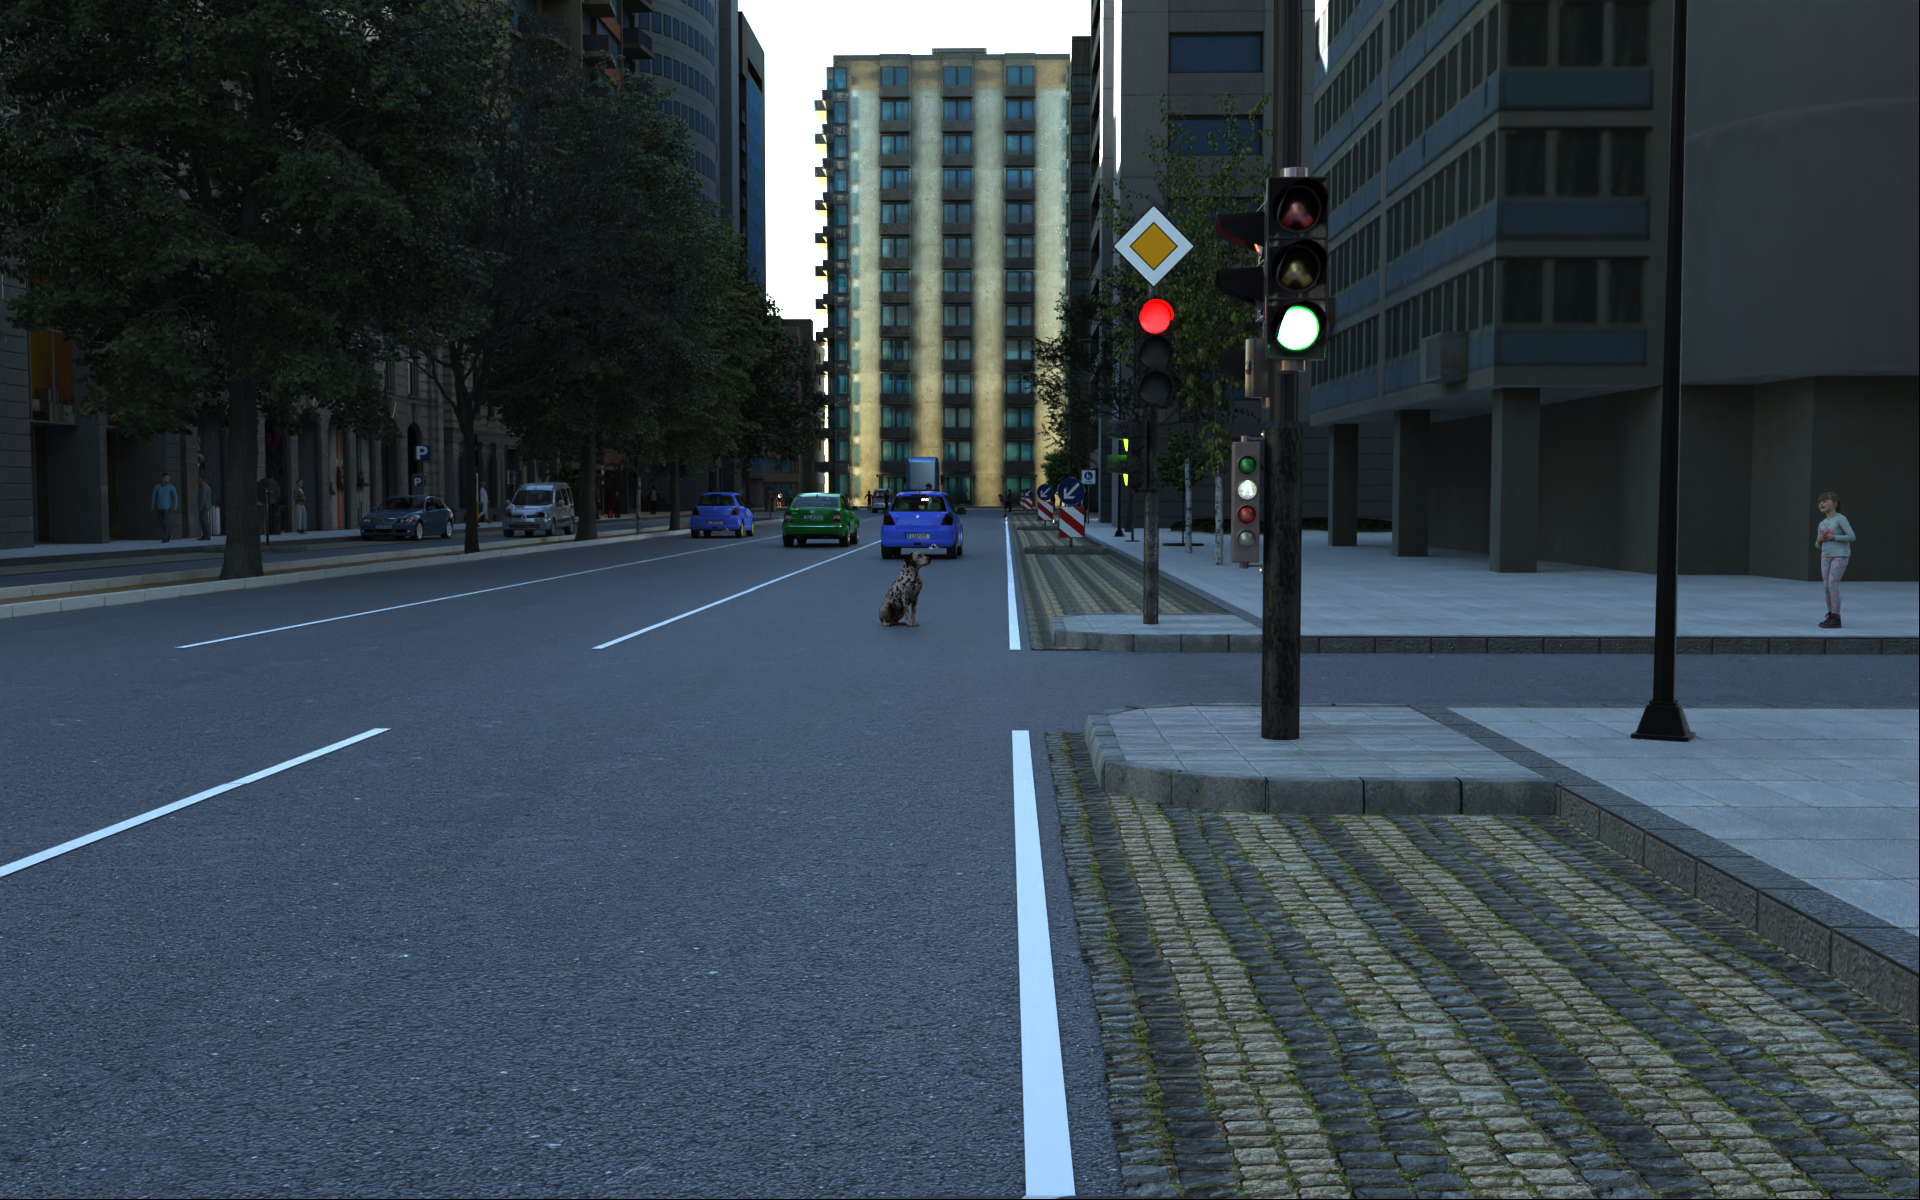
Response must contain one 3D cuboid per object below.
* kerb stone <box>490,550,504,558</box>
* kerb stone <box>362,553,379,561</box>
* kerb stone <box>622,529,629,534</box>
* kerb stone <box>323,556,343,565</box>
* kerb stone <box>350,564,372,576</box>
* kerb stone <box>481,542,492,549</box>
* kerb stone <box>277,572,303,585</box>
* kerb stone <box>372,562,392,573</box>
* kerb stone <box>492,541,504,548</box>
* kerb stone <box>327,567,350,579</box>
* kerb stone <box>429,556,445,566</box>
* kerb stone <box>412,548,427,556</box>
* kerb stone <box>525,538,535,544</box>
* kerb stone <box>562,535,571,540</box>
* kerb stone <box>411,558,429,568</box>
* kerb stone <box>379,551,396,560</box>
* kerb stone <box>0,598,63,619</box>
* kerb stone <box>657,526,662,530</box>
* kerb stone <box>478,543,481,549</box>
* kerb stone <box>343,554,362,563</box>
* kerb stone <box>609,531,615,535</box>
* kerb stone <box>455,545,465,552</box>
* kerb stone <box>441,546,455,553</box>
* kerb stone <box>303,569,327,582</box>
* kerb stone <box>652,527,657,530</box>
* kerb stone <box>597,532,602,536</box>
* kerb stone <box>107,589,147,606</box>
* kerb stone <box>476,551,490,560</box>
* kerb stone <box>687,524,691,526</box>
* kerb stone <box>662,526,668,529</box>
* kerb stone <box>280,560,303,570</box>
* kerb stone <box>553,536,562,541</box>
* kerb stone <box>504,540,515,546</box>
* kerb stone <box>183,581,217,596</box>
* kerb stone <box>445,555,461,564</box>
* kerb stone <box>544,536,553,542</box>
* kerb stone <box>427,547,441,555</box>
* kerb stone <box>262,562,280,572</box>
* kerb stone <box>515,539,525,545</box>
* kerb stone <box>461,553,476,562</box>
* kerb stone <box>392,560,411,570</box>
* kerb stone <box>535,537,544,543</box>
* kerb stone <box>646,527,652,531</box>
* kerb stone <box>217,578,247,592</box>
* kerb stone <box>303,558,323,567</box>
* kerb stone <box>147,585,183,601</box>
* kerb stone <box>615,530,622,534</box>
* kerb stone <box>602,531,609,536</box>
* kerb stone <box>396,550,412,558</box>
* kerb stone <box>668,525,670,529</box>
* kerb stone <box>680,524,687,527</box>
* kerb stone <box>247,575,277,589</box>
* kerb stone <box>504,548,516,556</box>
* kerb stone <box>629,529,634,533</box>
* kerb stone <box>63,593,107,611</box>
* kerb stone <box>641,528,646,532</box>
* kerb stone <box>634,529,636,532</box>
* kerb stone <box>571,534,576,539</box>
[{"bbox_3d":[-10.540,-1.027,38.994,0.120,0.150,1.000,0,4,1],"label":"kerb stone"},{"bbox_3d":[-12.691,-0.904,36.977,0.120,0.150,1.000,0,4,1],"label":"kerb stone"},{"bbox_3d":[-12.043,-2.408,61.601,0.120,0.150,1.000,0,4,1],"label":"kerb stone"},{"bbox_3d":[-12.747,-0.779,34.933,0.120,0.150,1.000,0,4,1],"label":"kerb stone"},{"bbox_3d":[-10.754,-0.523,30.815,0.120,0.150,1.000,0,4,1],"label":"kerb stone"},{"bbox_3d":[-12.474,-1.402,45.188,0.120,0.150,1.000,0,4,1],"label":"kerb stone"},{"bbox_3d":[-10.824,-0.335,27.730,0.120,0.150,1.000,0,4,1],"label":"kerb stone"},{"bbox_3d":[-10.724,-0.590,31.837,0.120,0.150,1.000,0,4,1],"label":"kerb stone"},{"bbox_3d":[-12.449,-1.470,46.231,0.120,0.150,1.000,0,4,1],"label":"kerb stone"},{"bbox_3d":[-10.780,-0.464,29.790,0.120,0.150,1.000,0,4,1],"label":"kerb stone"},{"bbox_3d":[-10.646,-0.777,34.902,0.120,0.150,1.000,0,4,1],"label":"kerb stone"},{"bbox_3d":[-12.608,-1.091,40.056,0.120,0.150,1.000,0,4,1],"label":"kerb stone"},{"bbox_3d":[-12.366,-1.658,49.302,0.120,0.150,1.000,0,4,1],"label":"kerb stone"},{"bbox_3d":[-12.259,-1.908,53.397,0.120,0.150,1.000,0,4,1],"label":"kerb stone"},{"bbox_3d":[-10.673,-0.715,33.880,0.120,0.150,1.000,0,4,1],"label":"kerb stone"},{"bbox_3d":[-12.664,-0.967,38.009,0.120,0.150,1.000,0,4,1],"label":"kerb stone"},{"bbox_3d":[-11.015,0.100,20.563,0.120,0.150,1.000,0,4,1],"label":"kerb stone"},{"bbox_3d":[-11.895,-2.786,67.742,0.120,0.150,1.000,0,4,1],"label":"kerb stone"},{"bbox_3d":[-12.500,-1.340,44.162,0.120,0.150,1.000,0,4,1],"label":"kerb stone"},{"bbox_3d":[-12.716,-0.842,35.955,0.120,0.150,1.000,0,4,1],"label":"kerb stone"},{"bbox_3d":[-12.106,-2.284,59.545,0.120,0.150,1.000,0,4,1],"label":"kerb stone"},{"bbox_3d":[-12.526,-1.276,43.140,0.120,0.150,1.000,0,4,1],"label":"kerb stone"},{"bbox_3d":[-12.557,-1.215,42.115,0.120,0.150,1.000,0,4,1],"label":"kerb stone"},{"bbox_3d":[-10.804,-0.402,28.763,0.120,0.150,1.000,0,4,1],"label":"kerb stone"},{"bbox_3d":[-11.917,-2.723,66.719,0.120,0.150,1.000,0,4,1],"label":"kerb stone"},{"bbox_3d":[-12.156,-2.159,57.500,0.120,0.150,1.000,0,4,1],"label":"kerb stone"},{"bbox_3d":[-10.954,-0.025,22.606,0.120,0.150,1.000,0,4,1],"label":"kerb stone"},{"bbox_3d":[-10.564,-0.965,37.972,0.120,0.150,1.000,0,4,1],"label":"kerb stone"},{"bbox_3d":[-11.730,-3.163,73.909,0.120,0.150,1.000,0,4,1],"label":"kerb stone"},{"bbox_3d":[-11.870,-2.847,68.764,0.120,0.150,1.000,0,4,1],"label":"kerb stone"},{"bbox_3d":[-12.796,-0.654,32.889,0.120,0.150,1.000,0,4,1],"label":"kerb stone"},{"bbox_3d":[-12.299,-1.846,52.370,0.120,0.150,1.000,0,4,1],"label":"kerb stone"},{"bbox_3d":[-12.419,-1.533,47.258,0.120,0.150,1.000,0,4,1],"label":"kerb stone"},{"bbox_3d":[-10.911,-0.150,24.664,0.120,0.150,1.000,0,4,1],"label":"kerb stone"},{"bbox_3d":[-10.620,-0.840,35.928,0.120,0.150,1.000,0,4,1],"label":"kerb stone"},{"bbox_3d":[-12.322,-1.783,51.348,0.120,0.150,1.000,0,4,1],"label":"kerb stone"},{"bbox_3d":[-12.586,-1.153,41.086,0.120,0.150,1.000,0,4,1],"label":"kerb stone"},{"bbox_3d":[-12.822,-0.592,31.867,0.120,0.150,1.000,0,4,1],"label":"kerb stone"},{"bbox_3d":[-12.402,-1.595,48.280,0.120,0.150,1.000,0,4,1],"label":"kerb stone"},{"bbox_3d":[-10.587,-0.896,36.950,0.120,0.150,1.000,0,4,1],"label":"kerb stone"},{"bbox_3d":[-10.696,-0.652,32.858,0.120,0.150,1.000,0,4,1],"label":"kerb stone"},{"bbox_3d":[-12.344,-1.720,50.324,0.120,0.150,1.000,0,4,1],"label":"kerb stone"},{"bbox_3d":[-11.946,-2.661,65.697,0.120,0.150,1.000,0,4,1],"label":"kerb stone"},{"bbox_3d":[-10.889,-0.213,25.686,0.120,0.150,1.000,0,4,1],"label":"kerb stone"},{"bbox_3d":[-12.773,-0.715,33.911,0.120,0.150,1.000,0,4,1],"label":"kerb stone"},{"bbox_3d":[-10.933,-0.088,23.637,0.120,0.150,1.000,0,4,1],"label":"kerb stone"},{"bbox_3d":[-12.080,-2.347,60.575,0.120,0.150,1.000,0,4,1],"label":"kerb stone"},{"bbox_3d":[-12.132,-2.222,58.522,0.120,0.150,1.000,0,4,1],"label":"kerb stone"},{"bbox_3d":[-12.638,-1.024,39.034,0.120,0.150,1.000,0,4,1],"label":"kerb stone"},{"bbox_3d":[-11.838,-2.911,69.793,0.120,0.150,1.000,0,4,1],"label":"kerb stone"},{"bbox_3d":[-11.756,-3.100,72.887,0.120,0.150,1.000,0,4,1],"label":"kerb stone"},{"bbox_3d":[-10.850,-0.274,26.708,0.120,0.150,1.000,0,4,1],"label":"kerb stone"},{"bbox_3d":[-10.510,-1.087,40.023,0.120,0.150,1.000,0,4,1],"label":"kerb stone"},{"bbox_3d":[-12.030,-2.473,62.623,0.120,0.150,1.000,0,4,1],"label":"kerb stone"},{"bbox_3d":[-10.987,0.037,21.584,0.120,0.150,1.000,0,4,1],"label":"kerb stone"},{"bbox_3d":[-11.968,-2.591,64.670,0.120,0.150,1.000,0,4,1],"label":"kerb stone"},{"bbox_3d":[-11.997,-2.535,63.645,0.120,0.150,1.000,0,4,1],"label":"kerb stone"},{"bbox_3d":[-12.243,-1.964,54.421,0.120,0.150,1.000,0,4,1],"label":"kerb stone"}]
